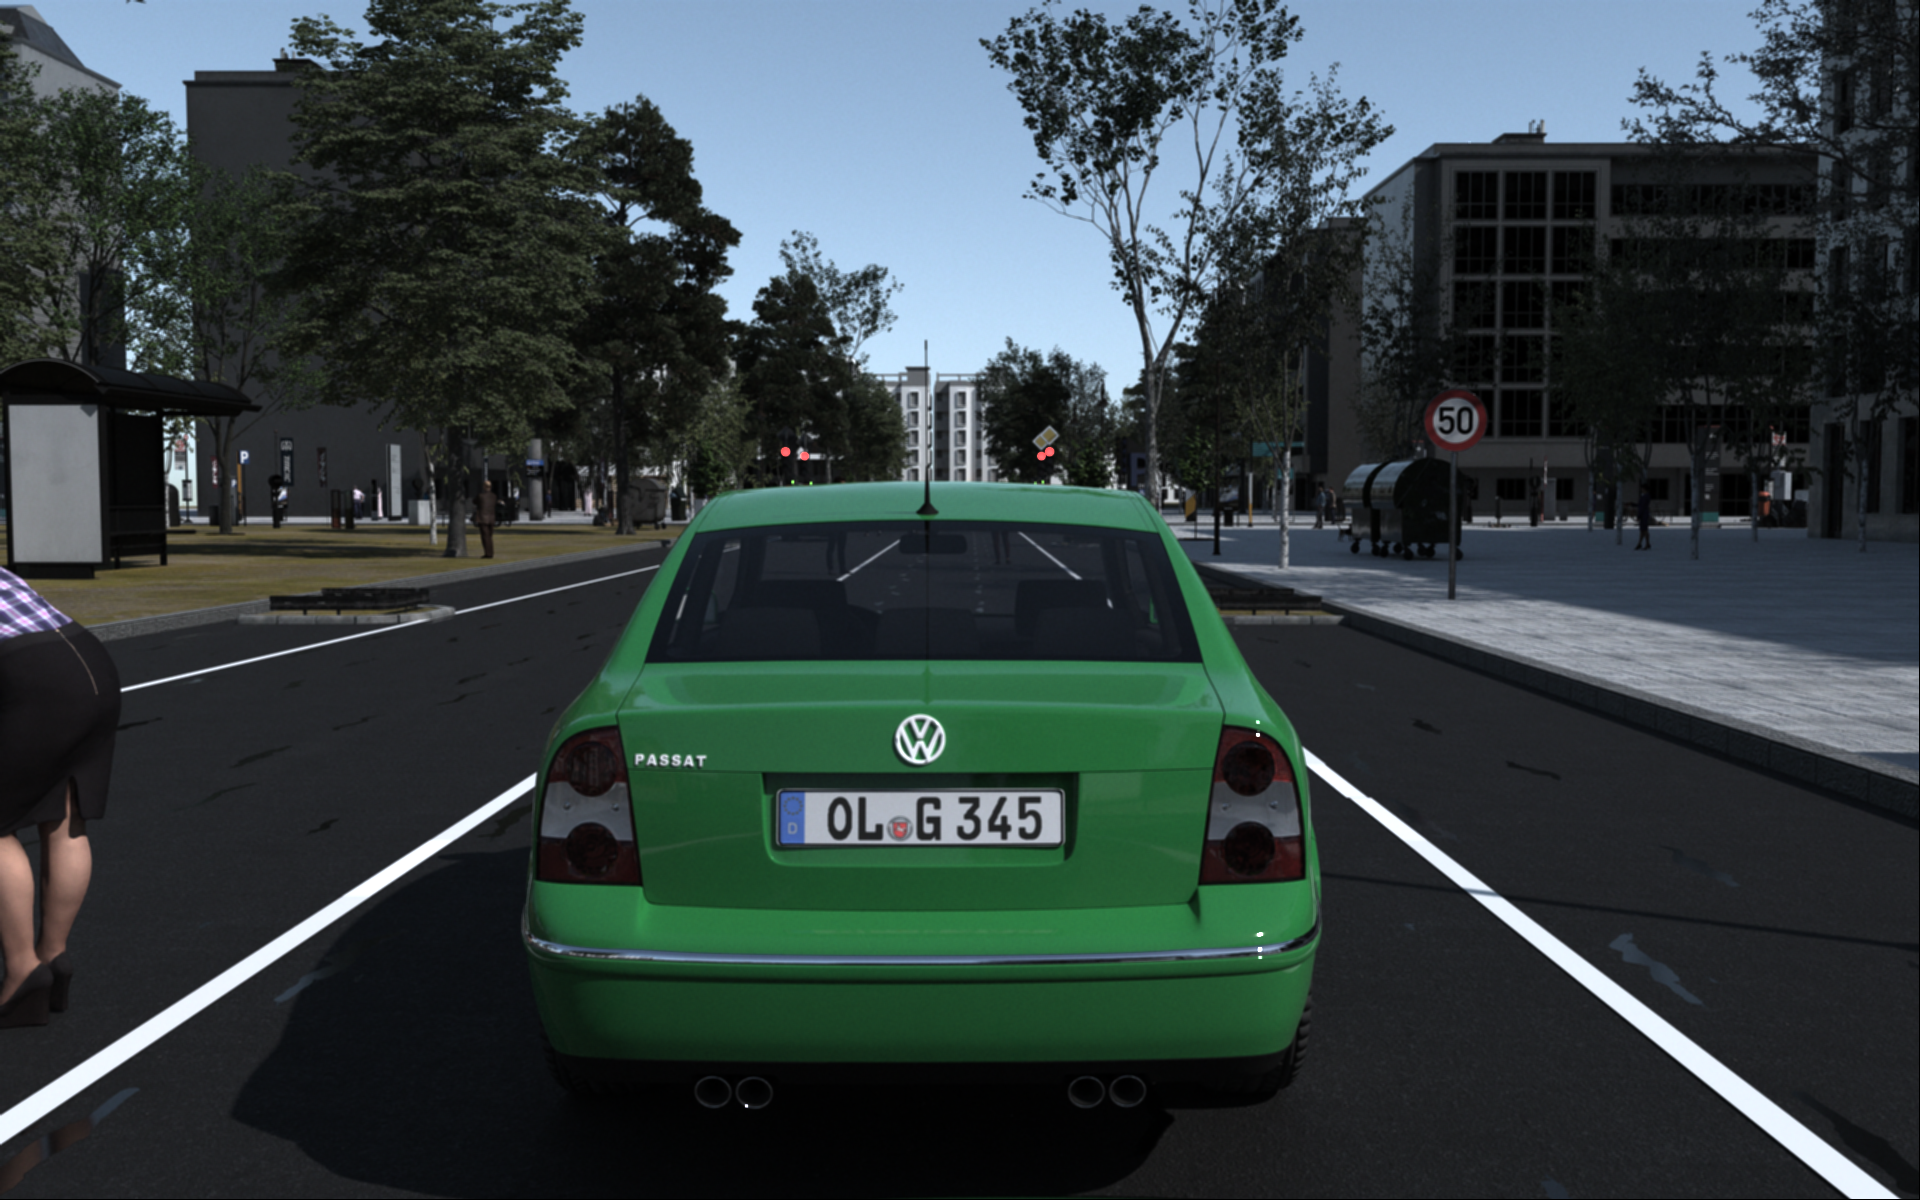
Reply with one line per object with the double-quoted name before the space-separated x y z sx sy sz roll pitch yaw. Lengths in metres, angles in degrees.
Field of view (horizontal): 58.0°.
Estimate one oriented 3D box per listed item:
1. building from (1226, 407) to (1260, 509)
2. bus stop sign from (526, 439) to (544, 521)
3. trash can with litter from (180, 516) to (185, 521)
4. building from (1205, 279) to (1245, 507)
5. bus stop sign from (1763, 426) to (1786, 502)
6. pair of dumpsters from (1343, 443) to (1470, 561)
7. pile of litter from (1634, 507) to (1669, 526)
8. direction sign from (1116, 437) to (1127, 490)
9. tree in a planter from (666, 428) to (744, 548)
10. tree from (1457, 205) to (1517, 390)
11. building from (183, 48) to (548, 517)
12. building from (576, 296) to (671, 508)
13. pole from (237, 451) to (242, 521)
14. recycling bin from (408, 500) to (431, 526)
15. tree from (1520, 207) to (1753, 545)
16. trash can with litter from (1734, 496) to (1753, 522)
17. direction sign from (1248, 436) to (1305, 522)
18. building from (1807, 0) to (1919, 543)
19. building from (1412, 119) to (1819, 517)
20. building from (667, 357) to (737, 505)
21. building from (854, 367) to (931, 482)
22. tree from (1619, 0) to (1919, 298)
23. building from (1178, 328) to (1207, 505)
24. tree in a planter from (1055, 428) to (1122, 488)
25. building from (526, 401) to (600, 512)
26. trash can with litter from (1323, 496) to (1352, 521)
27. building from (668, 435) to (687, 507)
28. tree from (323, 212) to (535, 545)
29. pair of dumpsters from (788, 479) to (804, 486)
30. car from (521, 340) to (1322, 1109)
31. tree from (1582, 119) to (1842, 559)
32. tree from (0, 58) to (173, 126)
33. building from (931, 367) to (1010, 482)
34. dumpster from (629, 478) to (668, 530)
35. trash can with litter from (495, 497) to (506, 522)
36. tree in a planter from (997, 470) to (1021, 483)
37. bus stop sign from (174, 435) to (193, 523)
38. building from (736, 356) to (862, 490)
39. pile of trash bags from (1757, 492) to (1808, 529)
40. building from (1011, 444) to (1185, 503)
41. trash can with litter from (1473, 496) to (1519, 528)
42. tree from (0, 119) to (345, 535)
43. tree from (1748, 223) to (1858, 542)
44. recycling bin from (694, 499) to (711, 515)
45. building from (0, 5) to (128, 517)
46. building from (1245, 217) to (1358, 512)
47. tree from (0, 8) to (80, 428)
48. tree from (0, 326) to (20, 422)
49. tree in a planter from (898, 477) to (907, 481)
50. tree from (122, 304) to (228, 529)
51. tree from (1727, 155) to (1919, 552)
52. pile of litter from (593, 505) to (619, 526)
"building" 32.751 -18.488 158.704 16.016 20.091 11.380 0 4 0
"bus stop sign" -20.355 -5.748 83.003 0.837 3.901 0.837 -1 4 -13
"trash can with litter" -38.271 -4.417 83.275 2.233 1.210 1.678 -3 4 -36
"building" 39.384 -20.621 181.130 27.936 21.610 32.646 0 4 0
"bus stop sign" 31.836 -4.831 67.698 0.855 3.939 0.416 0 4 -8
"pair of dumpsters" 9.056 -2.008 35.319 1.574 2.255 4.436 0 4 0
"pile of litter" 27.737 -3.396 69.490 1.176 0.858 1.719 0 4 3
"direction sign" 6.390 -4.689 68.657 0.379 3.537 0.876 -1 4 -22
"tree in a planter" -6.838 -3.041 46.950 1.991 3.239 1.994 0 4 0
"tree" 11.009 -5.596 41.859 4.360 8.622 3.978 0 3 0
"building" -35.603 -19.233 107.966 14.314 27.812 24.014 0 4 0
"building" -35.245 -18.532 159.410 16.016 20.091 11.380 0 4 0
"pole" -34.251 -5.413 82.342 0.158 3.312 0.155 0 3 0
"recycling bin" -22.009 -3.554 70.666 0.722 1.027 0.722 3 4 38
"tree" 16.467 -5.704 43.625 4.737 8.622 4.395 0 3 0
"trash can with litter" 37.036 -4.270 80.864 1.678 1.210 2.233 1 4 15
"direction sign" 14.292 -5.496 78.624 2.525 3.948 1.411 1 4 16
"building" 30.098 -11.451 41.969 10.420 20.320 16.860 0 4 0
"building" 40.506 -17.382 103.260 30.058 24.678 14.314 0 4 0
"building" -43.138 -20.610 203.435 31.486 18.905 16.747 0 4 0
"building" -10.108 -24.888 263.330 11.380 20.091 16.016 0 4 0
"tree" 13.437 -6.671 19.442 12.009 13.543 11.850 0 3 0
"building" 33.792 -21.220 203.361 16.016 20.091 11.380 0 4 0
"tree in a planter" 3.479 -3.047 47.040 1.991 3.239 1.994 0 4 0
"building" -35.897 -16.031 129.560 16.820 18.784 16.811 0 4 0
"trash can with litter" 17.909 -4.382 82.704 2.233 1.210 1.678 -3 5 -41
"building" -32.740 -14.511 179.403 9.099 9.664 28.070 0 4 0
"tree" -13.508 -5.704 43.624 4.737 8.622 4.395 0 3 0
"pair of dumpsters" -10.651 -6.725 112.453 1.574 2.255 4.436 0 4 0
"car" -0.090 0.201 5.516 1.959 1.807 4.718 0 4 0
"tree" 14.342 -5.098 33.709 4.360 8.622 3.978 0 3 0
"tree" -21.200 -7.111 42.017 9.928 11.665 9.643 0 3 0
"building" 1.798 -24.880 263.211 11.380 20.091 16.016 0 4 0
"dumpster" -11.328 -3.472 62.521 1.264 1.857 1.865 0 4 0
"trash can with litter" -21.223 -4.128 78.885 1.055 1.170 0.624 0 4 -1
"tree in a planter" 3.972 -8.087 129.442 1.991 3.239 1.994 0 4 0
"bus stop sign" -34.829 -5.439 77.626 0.416 3.939 0.855 1 4 23
"building" -32.084 -26.035 269.650 32.646 21.610 27.936 0 4 0
"pile of trash bags" 30.972 -3.404 65.411 3.447 1.369 1.912 -3 5 -42
"building" 21.633 -19.476 260.586 28.070 9.664 9.099 0 4 0
"trash can with litter" 20.605 -3.396 66.576 1.678 1.210 2.233 1 4 16
"tree" -22.981 -7.838 53.913 9.928 11.665 9.643 0 3 0
"tree" 21.464 -5.866 46.280 4.737 8.622 4.395 0 3 0
"recycling bin" -12.390 -4.370 84.004 0.722 1.027 0.722 3 5 43
"building" -66.603 -19.845 101.965 29.804 29.767 11.434 0 4 0
"building" 31.820 -19.498 137.864 14.314 24.678 30.058 0 4 0
"tree" -20.478 -6.927 31.385 7.486 12.596 7.792 0 3 0
"tree" -35.935 -6.907 63.288 4.737 8.622 4.395 0 3 0
"tree in a planter" -6.045 -11.181 180.031 1.991 3.239 1.994 0 4 0
"tree" -29.478 -6.970 64.314 4.737 8.622 4.395 0 3 0
"tree" 20.316 -5.384 38.383 4.360 8.622 3.978 0 3 0
"pile of litter" -14.183 -3.427 70.001 1.176 0.858 1.719 2 4 27
